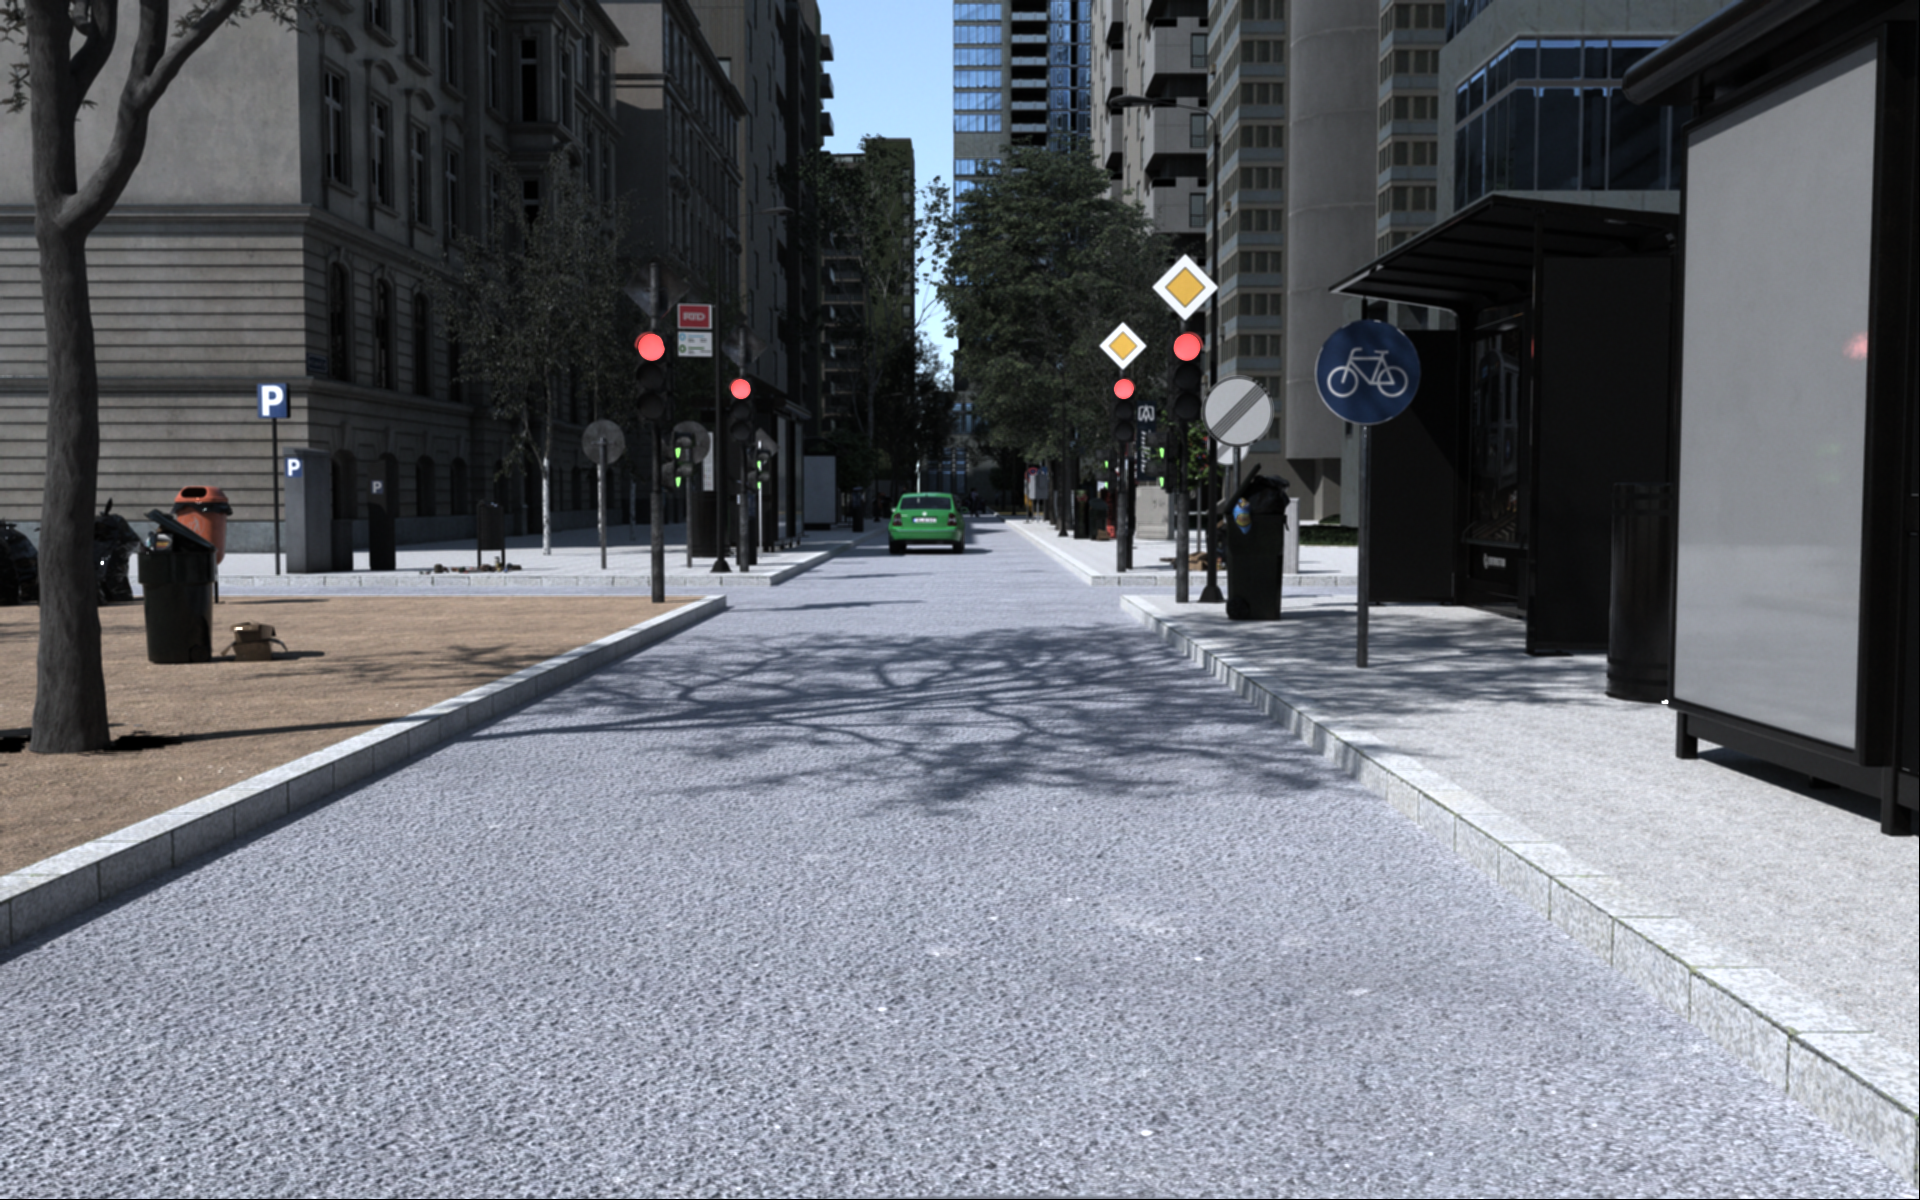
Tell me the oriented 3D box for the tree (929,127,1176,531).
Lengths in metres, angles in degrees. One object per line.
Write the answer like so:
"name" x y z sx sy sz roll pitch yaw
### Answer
"tree" 3.770 -9.425 60.749 9.857 13.997 8.962 0 3 0

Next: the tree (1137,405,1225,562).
"tree" 4.445 -2.342 32.899 1.663 3.219 1.824 0 3 0

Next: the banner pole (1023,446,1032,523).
"banner pole" 2.994 -5.324 77.065 0.401 3.779 0.863 0 4 -2

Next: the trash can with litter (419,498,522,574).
"trash can with litter" -8.146 -1.077 28.666 1.678 1.210 2.233 3 4 36

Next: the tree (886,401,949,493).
"tree" -4.477 -15.498 179.150 9.928 11.665 9.643 0 3 0

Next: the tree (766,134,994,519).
"tree" -3.719 -14.272 89.236 12.611 20.169 13.585 0 3 0

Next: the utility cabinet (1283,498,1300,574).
"utility cabinet" 4.956 -1.030 28.005 1.020 1.237 0.306 1 4 17

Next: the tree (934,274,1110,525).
"tree" 3.531 -8.381 71.441 7.601 10.594 8.767 1 4 9

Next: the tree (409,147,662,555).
"tree" -8.930 -5.249 36.181 4.360 8.622 3.978 0 3 0

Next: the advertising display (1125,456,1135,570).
"advertising display" 2.900 -1.503 29.796 0.123 1.923 0.974 0 4 0

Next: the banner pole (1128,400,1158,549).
"banner pole" 4.213 -3.101 40.716 0.863 3.779 0.401 0 4 4

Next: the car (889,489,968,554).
"car" -0.784 -2.093 43.013 1.959 1.807 4.718 0 4 1

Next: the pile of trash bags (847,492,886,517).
"pile of trash bags" -4.952 -5.265 95.843 1.912 1.369 3.447 -2 4 -29

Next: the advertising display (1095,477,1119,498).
"advertising display" 4.535 -2.871 52.158 0.974 1.923 0.123 -1 4 -14

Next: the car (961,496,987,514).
"car" 1.055 -7.070 128.170 1.945 1.354 3.894 0 4 1

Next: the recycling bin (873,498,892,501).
"recycling bin" -4.549 -5.327 99.652 0.722 1.027 0.722 2 4 29

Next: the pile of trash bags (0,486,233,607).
"pile of trash bags" -10.150 -0.640 20.212 3.447 1.369 1.912 0 4 6

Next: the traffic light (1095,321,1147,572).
"traffic light" 2.635 -2.411 28.348 0.839 4.253 0.868 0 4 0

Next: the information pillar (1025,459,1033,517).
"information pillar" 3.908 -6.519 97.940 0.504 3.616 0.183 1 4 18

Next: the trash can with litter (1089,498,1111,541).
"trash can with litter" 3.922 -2.221 47.707 0.624 1.170 1.055 -1 4 -13

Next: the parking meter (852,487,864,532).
"parking meter" -3.443 -3.059 58.430 0.372 1.533 0.369 0 3 0

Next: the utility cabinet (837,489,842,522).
"utility cabinet" -6.009 -4.323 79.355 1.173 1.500 0.318 0 4 -7

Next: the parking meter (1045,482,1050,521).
"parking meter" 4.231 -4.763 83.582 0.255 1.863 0.399 -1 4 -8

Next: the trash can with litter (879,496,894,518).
"trash can with litter" -3.799 -4.886 91.276 0.624 1.170 1.055 1 4 19

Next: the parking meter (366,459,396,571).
"parking meter" -9.740 -1.433 29.137 0.399 1.863 0.255 1 4 13

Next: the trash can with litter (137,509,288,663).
"trash can with litter" -5.755 -0.120 13.343 1.055 1.170 0.624 -1 4 -20

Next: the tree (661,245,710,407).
"tree" -8.428 -5.582 41.630 4.360 8.622 3.978 0 3 0

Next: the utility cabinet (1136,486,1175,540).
"utility cabinet" 5.457 -2.435 48.486 0.318 1.500 1.173 -3 5 -44

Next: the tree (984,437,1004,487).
"tree" 4.793 -14.046 180.020 4.360 8.622 3.978 0 3 0

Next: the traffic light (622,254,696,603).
"traffic light" -3.552 -1.923 20.367 0.839 4.253 0.868 0 4 0

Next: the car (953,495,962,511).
"car" -0.823 -8.154 145.687 2.083 1.381 4.827 0 3 0

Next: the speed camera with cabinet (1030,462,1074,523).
"speed camera with cabinet" 4.175 -5.147 78.492 2.038 3.252 0.660 -2 4 -26

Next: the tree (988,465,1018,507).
"tree" 4.382 -11.685 174.758 4.285 4.588 4.351 0 3 0

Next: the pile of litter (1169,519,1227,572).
"pile of litter" 4.138 -0.948 29.472 1.176 0.858 1.719 2 4 24

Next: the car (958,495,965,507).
"car" -0.546 -8.531 152.055 1.945 1.354 3.894 0 4 0

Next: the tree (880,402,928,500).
"tree" -4.477 -11.322 135.480 4.737 8.622 4.395 0 3 0

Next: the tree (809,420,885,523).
"tree" -5.041 -5.703 76.955 4.285 4.588 4.351 0 3 0

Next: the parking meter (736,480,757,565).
"parking meter" -3.859 -1.398 31.275 0.372 1.533 0.369 0 3 0

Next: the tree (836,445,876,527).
"tree" -4.328 -4.452 67.390 1.663 3.219 1.824 0 3 0

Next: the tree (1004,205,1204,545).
"tree" 4.143 -5.725 43.963 4.360 8.622 3.978 0 3 0

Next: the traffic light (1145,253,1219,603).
"traffic light" 2.609 -1.923 20.363 0.839 4.253 0.868 0 4 0

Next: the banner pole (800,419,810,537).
"banner pole" -4.847 -3.775 51.736 0.401 3.779 0.863 2 4 33

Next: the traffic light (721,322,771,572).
"traffic light" -3.527 -2.412 28.352 0.839 4.253 0.868 0 4 0

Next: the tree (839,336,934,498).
"tree" -3.863 -10.288 102.615 7.601 10.594 8.767 2 4 29

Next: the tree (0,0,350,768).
"tree" -4.329 -5.991 8.324 12.009 13.543 11.850 0 3 0

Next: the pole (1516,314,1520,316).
"pole" 6.390 -1.582 19.713 0.158 3.312 0.155 0 3 0
